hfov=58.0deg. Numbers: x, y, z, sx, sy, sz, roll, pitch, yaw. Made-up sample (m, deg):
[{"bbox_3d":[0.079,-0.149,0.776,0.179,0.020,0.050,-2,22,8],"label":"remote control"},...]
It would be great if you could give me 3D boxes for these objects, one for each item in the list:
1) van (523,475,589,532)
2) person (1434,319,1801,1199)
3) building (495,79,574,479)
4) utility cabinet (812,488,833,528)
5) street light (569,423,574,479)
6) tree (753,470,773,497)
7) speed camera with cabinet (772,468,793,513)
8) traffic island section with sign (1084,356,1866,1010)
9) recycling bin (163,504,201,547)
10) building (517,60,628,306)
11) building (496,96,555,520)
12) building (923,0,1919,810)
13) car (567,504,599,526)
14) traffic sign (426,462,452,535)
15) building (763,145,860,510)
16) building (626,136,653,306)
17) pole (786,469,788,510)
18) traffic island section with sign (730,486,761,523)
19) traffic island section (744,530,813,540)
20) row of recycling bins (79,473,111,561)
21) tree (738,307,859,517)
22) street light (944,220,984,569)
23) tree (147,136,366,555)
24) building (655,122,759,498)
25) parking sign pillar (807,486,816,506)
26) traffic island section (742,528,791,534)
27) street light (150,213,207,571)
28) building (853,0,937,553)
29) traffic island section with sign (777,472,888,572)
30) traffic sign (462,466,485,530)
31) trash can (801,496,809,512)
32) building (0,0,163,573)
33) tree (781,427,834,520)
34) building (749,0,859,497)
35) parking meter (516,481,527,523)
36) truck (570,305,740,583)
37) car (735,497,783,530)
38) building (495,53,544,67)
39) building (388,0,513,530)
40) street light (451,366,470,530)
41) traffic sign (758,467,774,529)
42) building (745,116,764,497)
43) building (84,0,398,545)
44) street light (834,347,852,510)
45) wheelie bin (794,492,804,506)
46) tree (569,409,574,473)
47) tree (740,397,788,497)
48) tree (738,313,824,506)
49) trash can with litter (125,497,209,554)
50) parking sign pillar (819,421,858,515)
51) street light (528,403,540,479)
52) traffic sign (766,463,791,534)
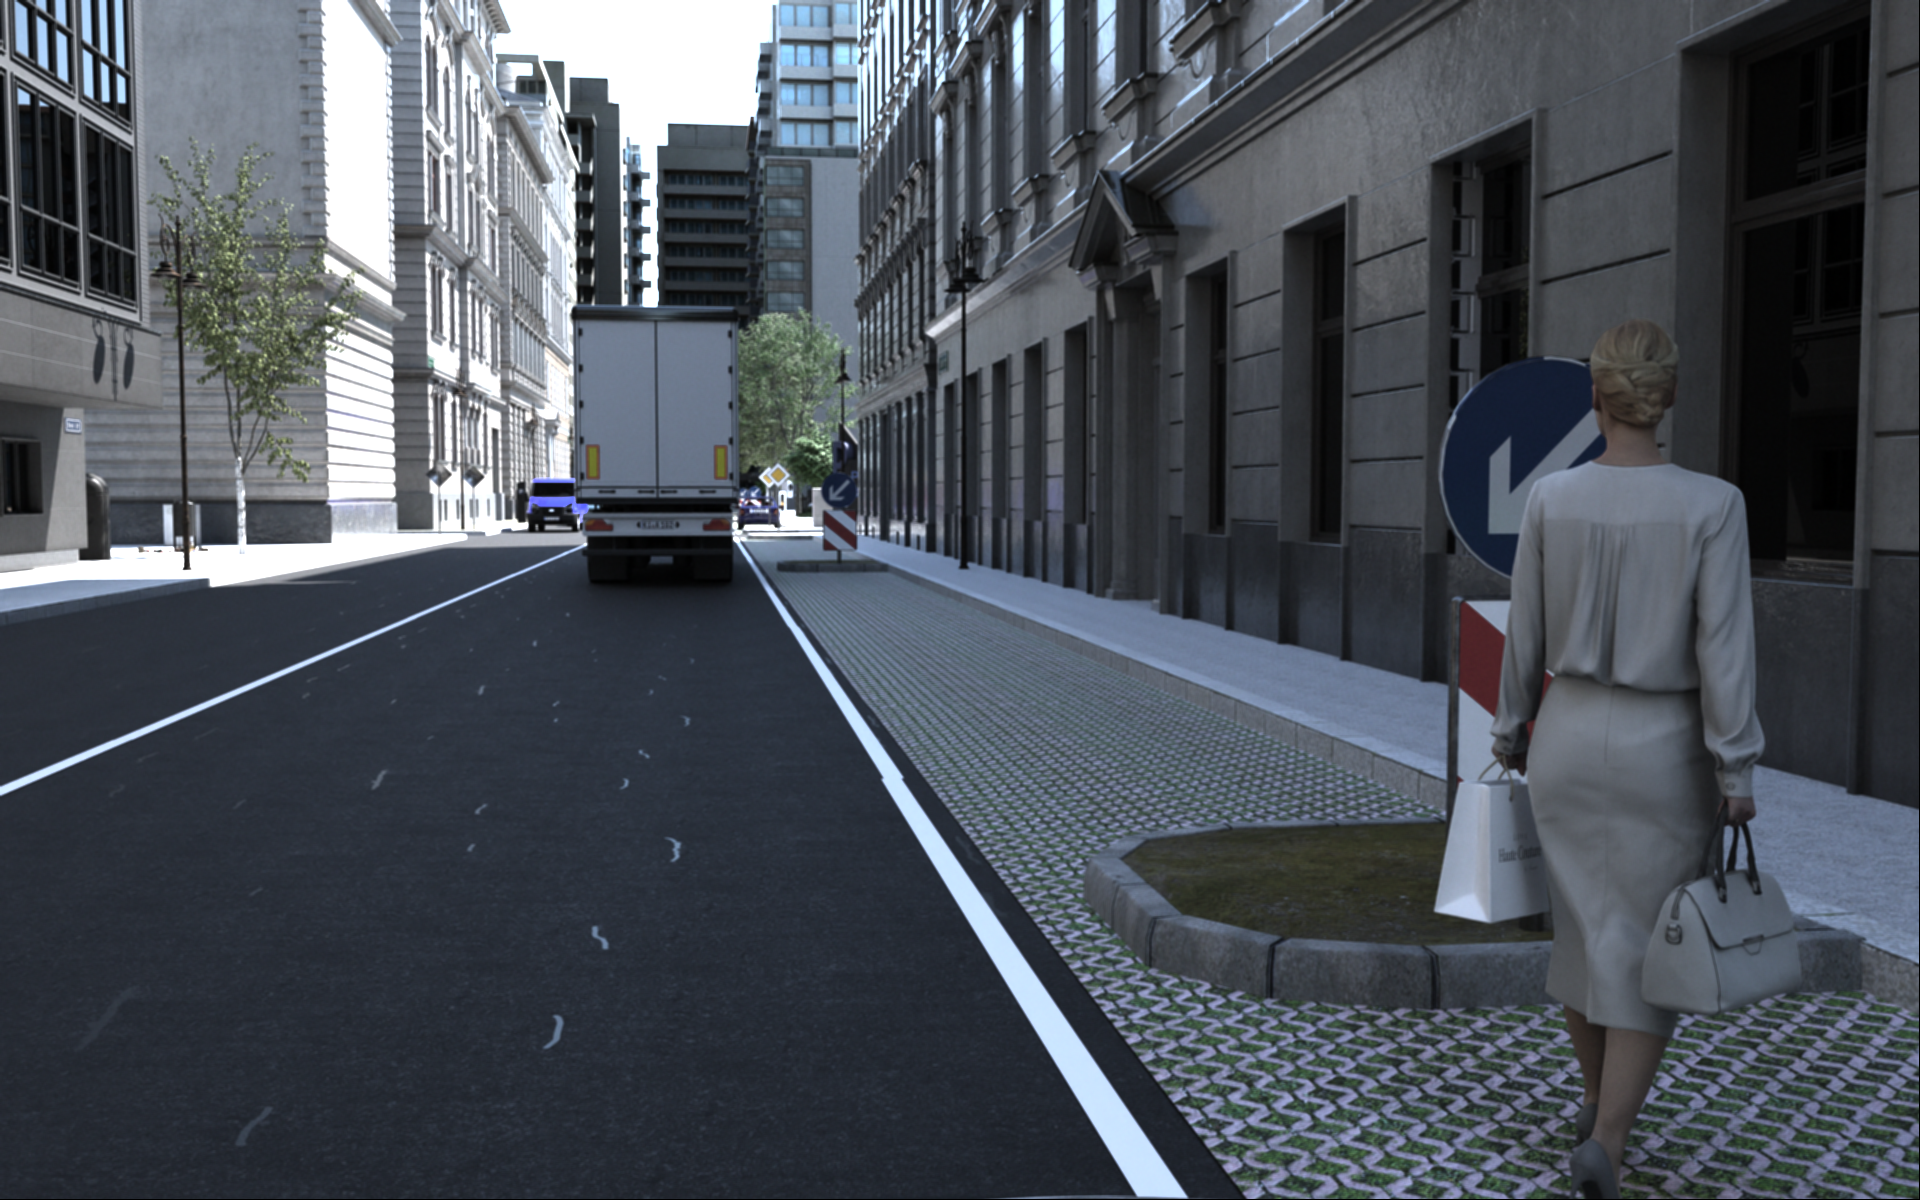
[{"bbox_3d":[-15.499,-3.815,66.752,2.240,2.365,5.245,0,4,-8],"label":"van"},{"bbox_3d":[1.293,0.328,3.495,0.624,1.780,0.694,-3,4,-39],"label":"person"},{"bbox_3d":[-32.608,-20.006,113.009,13.634,28.700,20.117,-1,4,-8],"label":"building"},{"bbox_3d":[-4.947,-3.452,65.115,1.173,1.500,0.318,-1,4,-15],"label":"utility cabinet"},{"bbox_3d":[-25.164,-8.537,112.368,0.468,5.910,1.993,-1,4,-8],"label":"street light"},{"bbox_3d":[-15.825,-8.833,139.027,1.663,3.219,1.824,0,3,0],"label":"tree"},{"bbox_3d":[-11.912,-7.449,116.134,0.660,3.252,2.038,1,4,20],"label":"speed camera with cabinet"},{"bbox_3d":[1.481,0.176,5.755,1.989,1.847,2.006,-1,4,-8],"label":"traffic island section with sign"},{"bbox_3d":[-19.067,-1.829,42.457,0.722,1.027,0.722,-1,4,-13],"label":"recycling bin"},{"bbox_3d":[-49.111,-35.119,197.901,21.600,48.544,21.300,-1,4,-8],"label":"building"},{"bbox_3d":[-28.254,-16.191,93.600,11.050,23.489,19.941,-1,4,-8],"label":"building"},{"bbox_3d":[10.383,-14.669,16.250,17.030,29.872,44.131,-1,4,-8],"label":"building"},{"bbox_3d":[-16.770,-4.186,78.224,2.009,1.686,4.222,0,4,-7],"label":"car"},{"bbox_3d":[-16.119,-3.057,53.623,0.795,2.450,0.064,-1,4,-8],"label":"traffic sign"},{"bbox_3d":[-9.703,-23.003,147.797,14.160,30.474,14.107,-1,4,-8],"label":"building"},{"bbox_3d":[-55.743,-37.184,227.558,30.456,49.044,23.786,-1,4,-8],"label":"building"},{"bbox_3d":[-13.837,-8.847,138.487,0.158,3.312,0.155,0,3,0],"label":"pole"},{"bbox_3d":[-10.476,-4.820,87.433,1.989,1.847,2.006,-1,4,-8],"label":"traffic island section with sign"},{"bbox_3d":[-5.759,-2.013,55.191,2.009,0.180,2.903,-1,4,-8],"label":"traffic island section"},{"bbox_3d":[-18.284,-1.633,33.811,3.534,1.692,1.069,1,4,9],"label":"row of recycling bins"},{"bbox_3d":[-9.255,-10.493,97.313,9.928,11.665,9.643,0,3,0],"label":"tree"},{"bbox_3d":[0.065,-3.471,29.544,0.468,5.910,1.993,-1,4,-8],"label":"street light"},{"bbox_3d":[-14.947,-5.255,36.274,4.737,8.622,4.395,0,3,0],"label":"tree"},{"bbox_3d":[-29.230,-37.101,230.305,21.600,48.544,21.300,-1,4,-8],"label":"building"},{"bbox_3d":[-11.248,-8.963,135.024,1.447,3.967,1.447,1,4,21],"label":"parking sign pillar"},{"bbox_3d":[-6.916,-2.496,63.092,2.009,0.180,2.903,-1,4,-8],"label":"traffic island section"},{"bbox_3d":[-12.959,-3.430,28.865,0.468,5.910,1.993,-1,4,-8],"label":"street light"},{"bbox_3d":[2.599,-12.092,46.857,9.793,20.994,18.267,-1,4,-8],"label":"building"},{"bbox_3d":[-2.420,-1.456,32.428,1.989,1.847,2.006,-1,4,-8],"label":"traffic island section with sign"},{"bbox_3d":[-17.276,-3.540,61.525,0.795,2.450,0.064,-1,4,-8],"label":"traffic sign"},{"bbox_3d":[-10.042,-6.095,111.299,0.748,1.137,0.748,0,3,0],"label":"trash can"},{"bbox_3d":[-19.559,-13.738,18.130,14.314,27.812,24.014,-1,4,-8],"label":"building"},{"bbox_3d":[-7.040,-6.181,84.769,4.285,4.588,4.351,0,3,0],"label":"tree"},{"bbox_3d":[-8.716,-33.693,170.482,23.786,49.044,30.456,-1,4,-8],"label":"building"},{"bbox_3d":[-19.569,-4.378,77.285,0.399,1.863,0.255,0,4,-2],"label":"parking meter"},{"bbox_3d":[-5.380,-2.600,31.417,2.839,4.237,11.283,-1,4,-9],"label":"truck"},{"bbox_3d":[-8.103,-3.505,69.879,1.945,1.354,3.894,0,4,-7],"label":"car"},{"bbox_3d":[-46.777,-27.776,146.014,32.217,40.220,23.993,-1,4,-8],"label":"building"},{"bbox_3d":[-26.634,-17.365,71.310,14.401,28.519,23.554,-1,4,-8],"label":"building"},{"bbox_3d":[-17.949,-5.479,62.361,0.468,5.910,1.993,-1,4,-8],"label":"street light"},{"bbox_3d":[-6.938,-3.631,63.012,0.795,2.450,0.064,-1,4,-8],"label":"traffic sign"},{"bbox_3d":[-13.389,-33.347,199.851,22.147,44.769,28.867,-1,4,-8],"label":"building"},{"bbox_3d":[-25.945,-13.347,47.101,19.941,23.489,11.050,-1,4,-8],"label":"building"},{"bbox_3d":[-3.692,-5.003,54.583,0.468,5.910,1.993,-1,4,-8],"label":"street light"},{"bbox_3d":[-11.588,-7.142,124.679,0.693,1.594,0.980,-1,4,-12],"label":"wheelie bin"},{"bbox_3d":[-28.944,-11.171,133.009,4.360,8.622,3.978,0,3,0],"label":"tree"},{"bbox_3d":[-14.140,-10.802,126.982,4.737,8.622,4.395,0,3,0],"label":"tree"},{"bbox_3d":[-11.982,-11.654,108.668,7.486,12.596,7.792,0,3,0],"label":"tree"},{"bbox_3d":[-17.446,-1.650,38.027,1.678,1.210,2.233,2,4,31],"label":"trash can with litter"},{"bbox_3d":[-4.174,-4.589,63.508,1.447,3.967,1.447,-2,4,-33],"label":"parking sign pillar"},{"bbox_3d":[-21.558,-7.029,87.713,0.468,5.910,1.993,-1,4,-8],"label":"street light"},{"bbox_3d":[-5.781,-3.148,55.111,0.795,2.450,0.064,-1,4,-8],"label":"traffic sign"}]
